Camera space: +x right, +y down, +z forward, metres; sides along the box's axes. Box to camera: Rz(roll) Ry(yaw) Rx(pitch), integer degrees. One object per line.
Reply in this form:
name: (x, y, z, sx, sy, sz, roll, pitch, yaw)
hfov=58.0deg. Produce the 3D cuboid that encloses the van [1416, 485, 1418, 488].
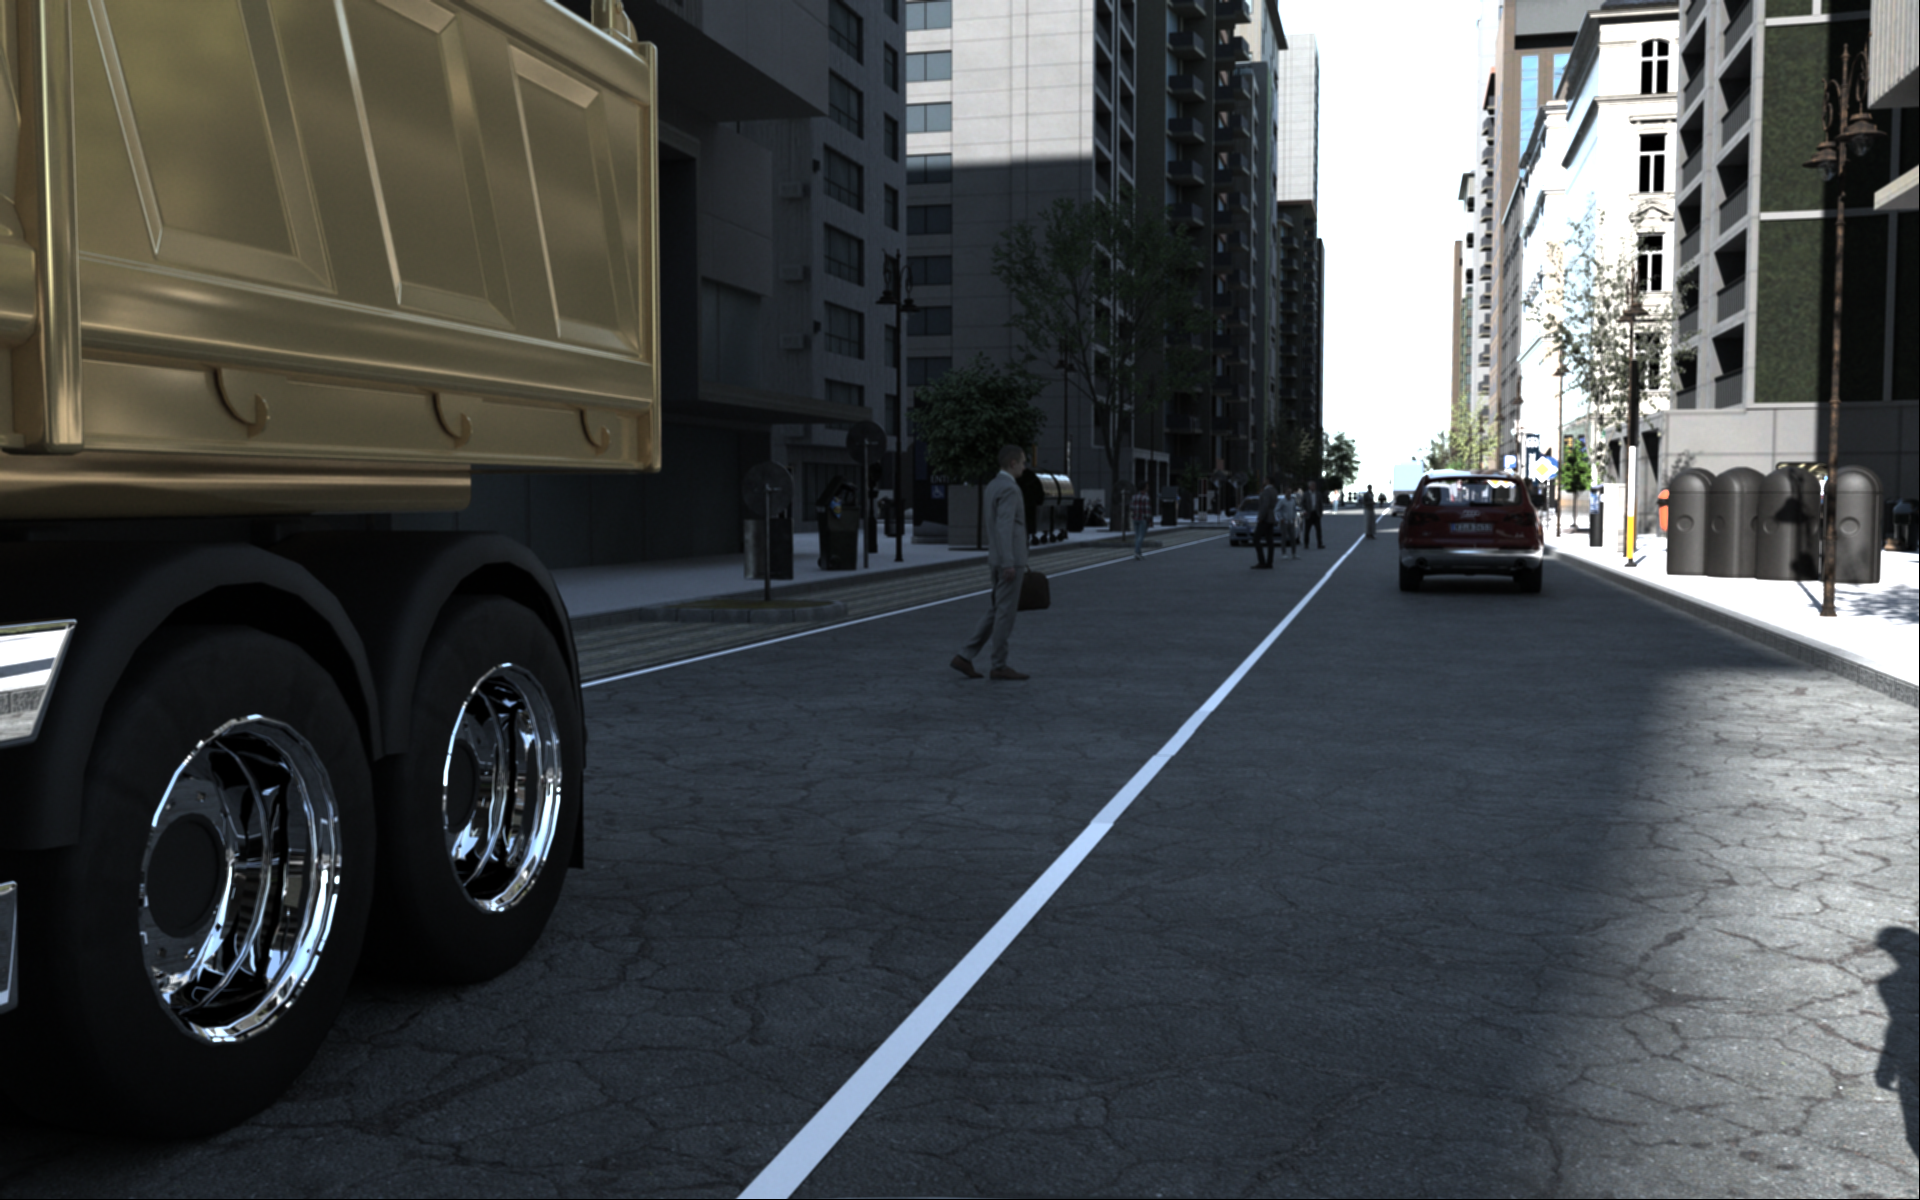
van: (18.234, -3.653, 66.741, 2.013, 2.044, 4.112, 1, 4, 14)

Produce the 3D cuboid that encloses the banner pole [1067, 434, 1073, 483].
banner pole: (4.563, -5.028, 72.217, 0.401, 3.779, 0.863, -1, 4, -11)

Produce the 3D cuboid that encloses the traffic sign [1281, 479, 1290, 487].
traffic sign: (26.827, -8.726, 142.779, 0.768, 2.556, 0.104, 1, 4, 21)

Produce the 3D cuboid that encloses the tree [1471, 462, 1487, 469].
tree: (31.286, -6.749, 104.954, 1.663, 3.219, 1.824, 0, 3, 0)

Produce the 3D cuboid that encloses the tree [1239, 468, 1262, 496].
tree: (19.407, -7.481, 116.912, 1.663, 3.219, 1.824, 0, 3, 0)

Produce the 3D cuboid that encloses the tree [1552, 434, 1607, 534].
tree: (19.971, -3.776, 56.346, 1.663, 3.219, 1.824, 0, 3, 0)

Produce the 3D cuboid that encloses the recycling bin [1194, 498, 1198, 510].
recycling bin: (14.752, -6.000, 110.652, 0.722, 1.027, 0.722, -1, 4, -20)

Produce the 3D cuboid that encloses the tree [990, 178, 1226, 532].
tree: (5.138, -8.129, 58.671, 9.928, 11.665, 9.643, 0, 3, 0)

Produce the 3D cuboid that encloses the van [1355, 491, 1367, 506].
van: (49.215, -12.499, 211.365, 2.013, 2.044, 4.112, 1, 4, 13)

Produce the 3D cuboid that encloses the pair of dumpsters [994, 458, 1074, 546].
pair of dumpsters: (1.835, -2.602, 45.034, 1.574, 2.255, 4.437, 1, 4, 14)

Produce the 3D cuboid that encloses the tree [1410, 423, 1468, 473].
tree: (63.286, -17.996, 228.643, 8.767, 10.594, 7.601, 1, 4, 15)

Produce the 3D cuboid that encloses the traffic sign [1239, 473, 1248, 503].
traffic sign: (16.673, -6.265, 102.537, 0.768, 2.556, 0.104, 1, 4, 15)

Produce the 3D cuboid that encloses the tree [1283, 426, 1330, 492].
tree: (39.225, -14.849, 193.138, 4.737, 8.622, 4.395, 0, 3, 0)

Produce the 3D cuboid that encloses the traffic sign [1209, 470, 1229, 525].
traffic sign: (10.575, -4.104, 70.750, 0.795, 2.450, 0.064, 1, 4, 14)

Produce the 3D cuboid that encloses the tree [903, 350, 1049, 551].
tree: (0.365, -3.423, 39.678, 4.285, 4.588, 4.351, 0, 3, 0)

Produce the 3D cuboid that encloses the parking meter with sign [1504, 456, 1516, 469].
parking meter with sign: (24.874, -5.001, 78.026, 0.543, 3.016, 1.738, 1, 4, 10)

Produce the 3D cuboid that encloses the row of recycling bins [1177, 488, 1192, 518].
row of recycling bins: (11.827, -5.249, 92.933, 1.069, 1.692, 3.534, 0, 4, -5)

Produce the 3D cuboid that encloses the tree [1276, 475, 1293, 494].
tree: (29.939, -10.130, 160.228, 1.663, 3.219, 1.824, 0, 3, 0)

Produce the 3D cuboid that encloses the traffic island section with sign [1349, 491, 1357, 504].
traffic island section with sign: (57.392, -15.036, 254.459, 1.989, 1.847, 2.006, 1, 4, 14)

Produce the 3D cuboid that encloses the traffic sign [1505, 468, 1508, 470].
traffic sign: (21.419, -3.935, 67.974, 0.795, 2.450, 0.064, 1, 4, 14)

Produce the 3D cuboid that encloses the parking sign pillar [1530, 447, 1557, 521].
parking sign pillar: (27.261, -5.712, 81.858, 1.447, 3.967, 1.447, -3, 5, -41)

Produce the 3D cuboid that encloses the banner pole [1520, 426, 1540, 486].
banner pole: (20.801, -4.494, 63.491, 0.863, 3.779, 0.401, 1, 4, 23)

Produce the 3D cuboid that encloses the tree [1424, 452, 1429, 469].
tree: (59.228, -16.041, 212.637, 4.737, 8.622, 4.395, 0, 3, 0)

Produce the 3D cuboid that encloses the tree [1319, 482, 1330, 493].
tree: (52.151, -15.399, 246.371, 1.663, 3.219, 1.824, 0, 3, 0)

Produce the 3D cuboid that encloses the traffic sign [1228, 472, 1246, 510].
traffic sign: (12.549, -4.578, 78.488, 0.795, 2.450, 0.064, 1, 4, 14)

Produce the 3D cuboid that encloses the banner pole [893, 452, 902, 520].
banner pole: (-3.110, -5.937, 87.094, 0.863, 3.779, 0.401, -1, 4, -19)

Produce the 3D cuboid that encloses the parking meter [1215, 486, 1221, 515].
parking meter: (15.918, -6.191, 106.926, 0.399, 1.863, 0.255, 0, 4, 6)

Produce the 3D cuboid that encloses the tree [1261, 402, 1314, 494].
tree: (25.751, -11.463, 137.789, 4.360, 8.622, 3.978, 0, 3, 0)

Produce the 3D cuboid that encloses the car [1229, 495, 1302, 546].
car: (8.686, -2.265, 49.038, 2.014, 1.417, 4.499, 1, 4, 15)

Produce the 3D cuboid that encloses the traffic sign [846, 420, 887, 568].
traffic sign: (-1.630, -1.826, 29.959, 0.768, 2.556, 0.104, 1, 4, 19)

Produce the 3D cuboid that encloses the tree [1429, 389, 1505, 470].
tree: (35.609, -10.406, 120.494, 4.737, 8.622, 4.395, 0, 3, 0)

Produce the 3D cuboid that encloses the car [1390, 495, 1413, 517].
car: (28.835, -6.080, 111.776, 2.083, 1.381, 4.827, 1, 4, 13)

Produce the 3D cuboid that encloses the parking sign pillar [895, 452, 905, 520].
parking sign pillar: (-2.437, -5.881, 84.632, 1.447, 3.967, 1.447, 3, 5, 43)

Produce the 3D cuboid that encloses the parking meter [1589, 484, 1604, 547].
parking meter: (15.408, -2.044, 41.831, 0.372, 1.533, 0.369, 0, 3, 0)

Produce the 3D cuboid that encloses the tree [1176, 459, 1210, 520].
tree: (11.652, -5.668, 87.273, 1.663, 3.219, 1.824, 0, 3, 0)

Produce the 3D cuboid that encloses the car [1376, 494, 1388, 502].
car: (73.756, -17.880, 302.563, 2.015, 1.641, 3.980, 1, 4, 13)

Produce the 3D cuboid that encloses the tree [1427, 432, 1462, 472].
tree: (56.991, -15.407, 202.270, 4.360, 8.622, 3.978, 0, 3, 0)

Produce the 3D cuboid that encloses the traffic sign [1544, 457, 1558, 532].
traffic sign: (20.014, -3.597, 58.920, 0.768, 2.556, 0.104, 1, 4, 19)

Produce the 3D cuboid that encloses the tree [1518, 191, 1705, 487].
tree: (16.058, -5.668, 43.030, 4.360, 8.622, 3.978, 0, 3, 0)

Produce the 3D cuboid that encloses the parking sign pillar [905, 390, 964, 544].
parking sign pillar: (-0.559, -3.447, 44.828, 1.447, 3.967, 1.447, 0, 4, 5)

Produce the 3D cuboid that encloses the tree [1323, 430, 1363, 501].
tree: (67.380, -23.684, 305.362, 7.486, 12.596, 7.792, 0, 3, 0)

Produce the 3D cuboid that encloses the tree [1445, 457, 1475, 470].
tree: (44.136, -10.326, 152.535, 4.285, 4.588, 4.351, 0, 3, 0)

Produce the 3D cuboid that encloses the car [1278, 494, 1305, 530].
car: (12.579, -3.565, 68.069, 2.009, 1.686, 4.222, 1, 4, 13)

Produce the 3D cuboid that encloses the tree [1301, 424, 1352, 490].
tree: (47.847, -17.851, 226.271, 7.601, 10.594, 8.767, 2, 4, 32)

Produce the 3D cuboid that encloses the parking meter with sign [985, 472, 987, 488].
parking meter with sign: (1.825, -4.443, 68.902, 1.738, 3.016, 0.543, -1, 4, -18)

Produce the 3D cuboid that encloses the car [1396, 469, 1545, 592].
car: (7.930, -1.117, 26.944, 2.281, 1.827, 5.304, 1, 4, 16)

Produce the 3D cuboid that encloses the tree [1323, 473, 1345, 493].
tree: (55.979, -16.870, 259.529, 4.285, 4.588, 4.351, 0, 3, 0)

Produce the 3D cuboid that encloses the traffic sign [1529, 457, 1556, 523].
traffic sign: (17.968, -3.199, 53.486, 0.795, 2.450, 0.064, 1, 4, 19)

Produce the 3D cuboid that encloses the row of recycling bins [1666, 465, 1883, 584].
row of recycling bins: (12.212, -1.166, 26.171, 1.069, 1.692, 3.534, -2, 4, -28)
